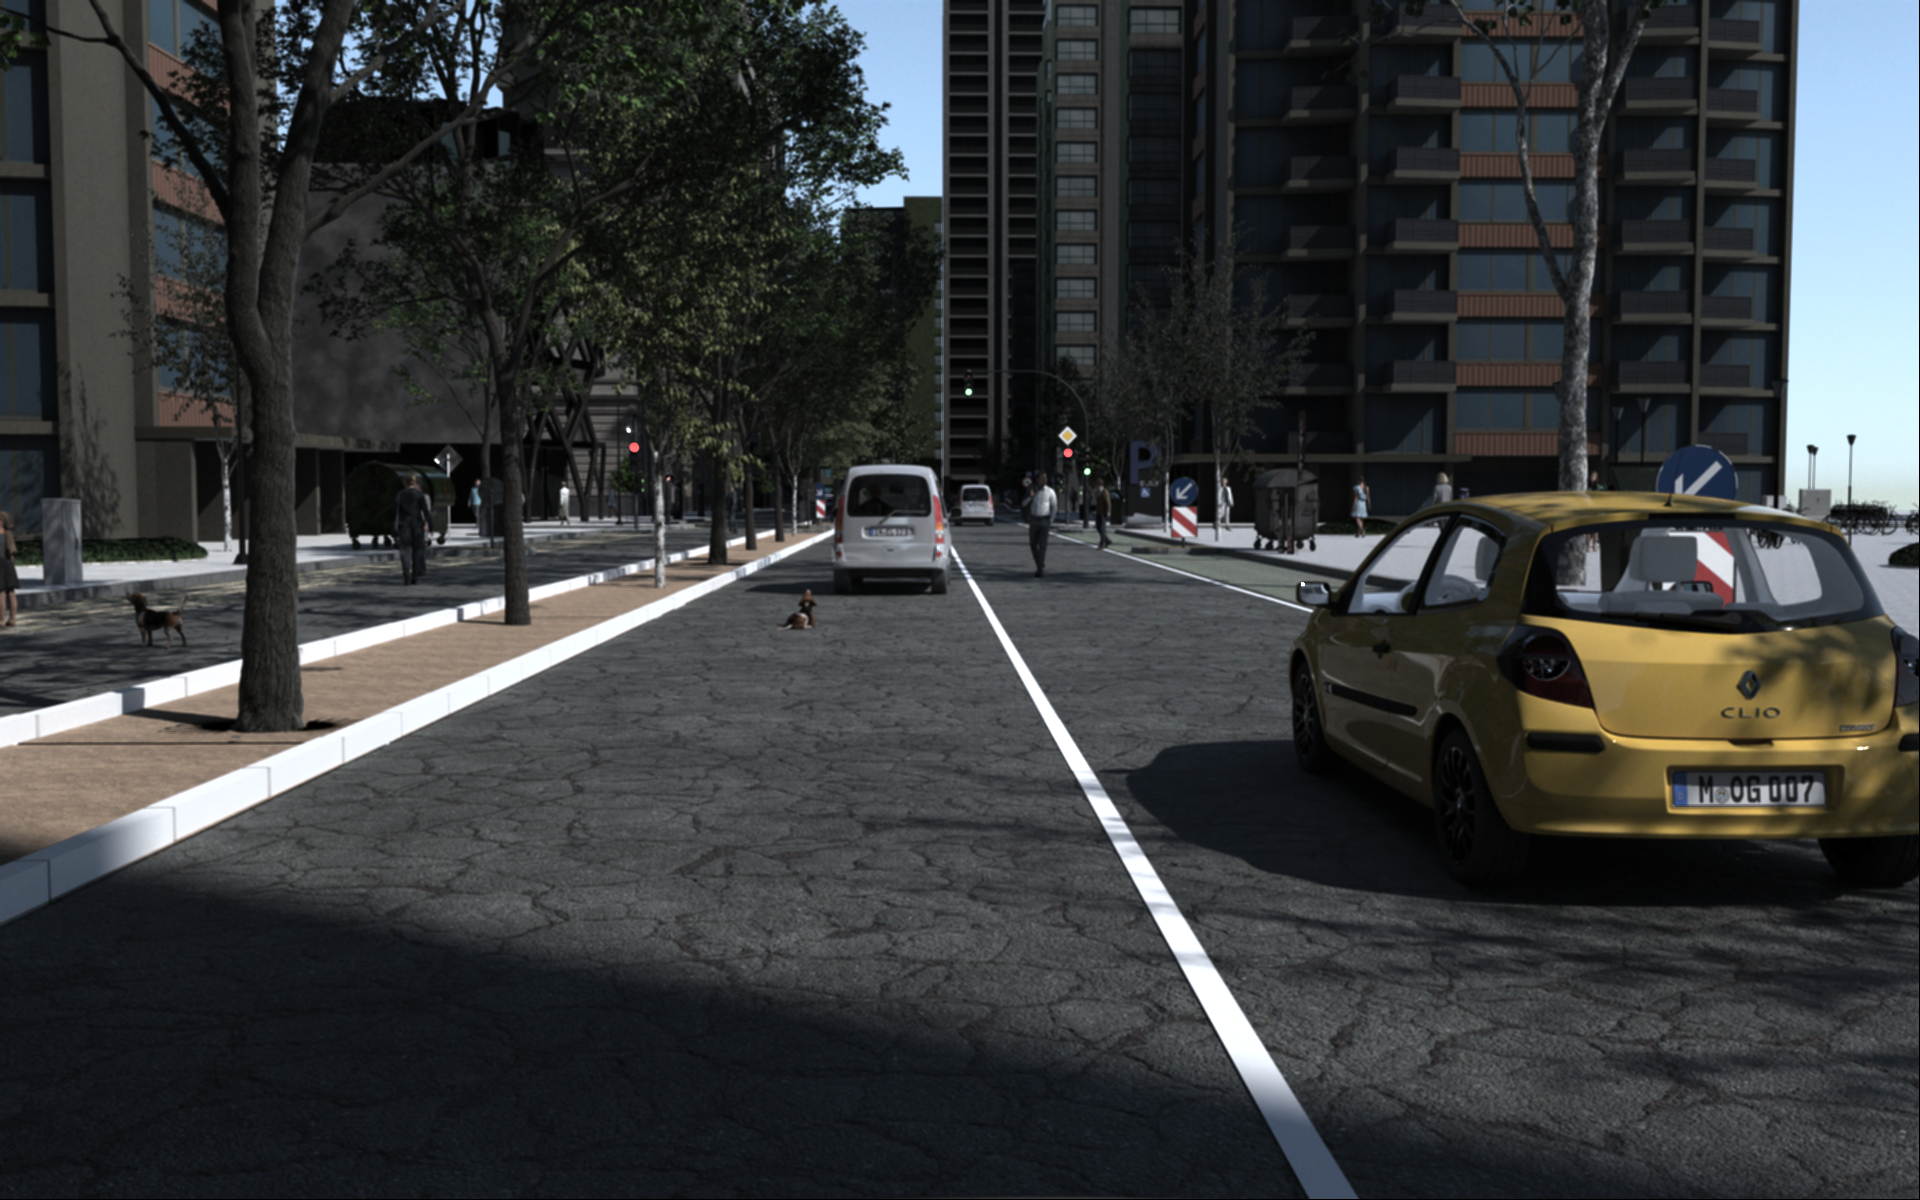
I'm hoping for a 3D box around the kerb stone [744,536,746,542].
[{"bbox_3d":[-6.385,-1.737,50.592,0.120,0.150,1.000,0,4,-1],"label":"kerb stone"}]

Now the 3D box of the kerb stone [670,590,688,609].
[{"bbox_3d":[-3.610,0.015,21.957,0.120,0.150,1.000,0,4,-1],"label":"kerb stone"}]

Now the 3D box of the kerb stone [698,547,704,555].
[{"bbox_3d":[-6.147,-1.101,40.335,0.120,0.150,1.000,0,4,-1],"label":"kerb stone"}]

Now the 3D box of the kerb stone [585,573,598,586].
[{"bbox_3d":[-5.846,-0.295,27.036,0.120,0.150,1.000,0,4,-1],"label":"kerb stone"}]

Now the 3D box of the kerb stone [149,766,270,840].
[{"bbox_3d":[-3.295,0.894,7.618,0.120,0.150,1.000,0,4,-1],"label":"kerb stone"}]

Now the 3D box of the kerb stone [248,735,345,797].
[{"bbox_3d":[-3.313,0.829,8.646,0.120,0.150,1.000,0,4,-1],"label":"kerb stone"}]

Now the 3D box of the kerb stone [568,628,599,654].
[{"bbox_3d":[-3.477,0.390,15.821,0.120,0.150,1.000,0,4,-1],"label":"kerb stone"}]

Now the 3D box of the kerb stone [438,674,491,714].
[{"bbox_3d":[-3.379,0.642,11.718,0.120,0.150,1.000,0,4,-1],"label":"kerb stone"}]

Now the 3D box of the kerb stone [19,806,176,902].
[{"bbox_3d":[-3.265,0.956,6.578,0.120,0.150,1.000,0,4,-1],"label":"kerb stone"}]

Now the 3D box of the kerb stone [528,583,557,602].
[{"bbox_3d":[-5.769,-0.108,23.956,0.120,0.150,1.000,0,4,-1],"label":"kerb stone"}]

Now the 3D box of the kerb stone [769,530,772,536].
[{"bbox_3d":[-6.577,-2.239,58.807,0.120,0.150,1.000,0,4,-1],"label":"kerb stone"}]

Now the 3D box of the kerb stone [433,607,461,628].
[{"bbox_3d":[-5.648,0.206,18.828,0.120,0.150,1.000,0,4,-1],"label":"kerb stone"}]

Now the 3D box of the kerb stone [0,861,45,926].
[{"bbox_3d":[-3.237,1.018,5.556,0.120,0.150,1.000,0,4,-1],"label":"kerb stone"}]

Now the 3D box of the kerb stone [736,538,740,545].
[{"bbox_3d":[-6.337,-1.612,48.545,0.120,0.150,1.000,0,4,-1],"label":"kerb stone"}]

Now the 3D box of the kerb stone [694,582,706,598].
[{"bbox_3d":[-3.671,-0.107,24.000,0.120,0.150,1.000,0,4,-1],"label":"kerb stone"}]

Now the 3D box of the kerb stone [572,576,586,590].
[{"bbox_3d":[-5.813,-0.234,26.015,0.120,0.150,1.000,0,4,-1],"label":"kerb stone"}]

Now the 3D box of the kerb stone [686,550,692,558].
[{"bbox_3d":[-6.104,-0.983,38.289,0.120,0.150,1.000,0,4,-1],"label":"kerb stone"}]

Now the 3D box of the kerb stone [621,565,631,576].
[{"bbox_3d":[-5.914,-0.481,30.111,0.120,0.150,1.000,0,4,-1],"label":"kerb stone"}]

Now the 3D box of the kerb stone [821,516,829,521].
[{"bbox_3d":[-7.424,-4.465,95.197,0.120,0.150,1.000,0,4,-1],"label":"kerb stone"}]

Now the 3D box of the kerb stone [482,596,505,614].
[{"bbox_3d":[-5.696,0.081,20.881,0.120,0.150,1.000,0,4,-1],"label":"kerb stone"}]

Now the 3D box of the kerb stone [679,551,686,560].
[{"bbox_3d":[-6.072,-0.922,37.267,0.120,0.150,1.000,0,4,-1],"label":"kerb stone"}]

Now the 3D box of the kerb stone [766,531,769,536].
[{"bbox_3d":[-6.562,-2.170,57.768,0.120,0.150,1.000,0,4,-1],"label":"kerb stone"}]

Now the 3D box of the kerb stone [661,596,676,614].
[{"bbox_3d":[-3.596,0.085,20.935,0.120,0.150,1.000,0,4,-1],"label":"kerb stone"}]

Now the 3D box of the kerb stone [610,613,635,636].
[{"bbox_3d":[-3.525,0.266,17.870,0.120,0.150,1.000,0,4,-1],"label":"kerb stone"}]

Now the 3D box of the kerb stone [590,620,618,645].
[{"bbox_3d":[-3.496,0.327,16.843,0.120,0.150,1.000,0,4,-1],"label":"kerb stone"}]

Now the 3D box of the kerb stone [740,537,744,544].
[{"bbox_3d":[-6.355,-1.674,49.570,0.120,0.150,1.000,0,4,-1],"label":"kerb stone"}]

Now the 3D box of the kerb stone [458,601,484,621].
[{"bbox_3d":[-5.671,0.145,19.850,0.120,0.150,1.000,0,4,-1],"label":"kerb stone"}]

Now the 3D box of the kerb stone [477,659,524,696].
[{"bbox_3d":[-3.400,0.578,12.742,0.120,0.150,1.000,0,4,-1],"label":"kerb stone"}]

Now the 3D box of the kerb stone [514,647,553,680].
[{"bbox_3d":[-3.426,0.517,13.769,0.120,0.150,1.000,0,4,-1],"label":"kerb stone"}]

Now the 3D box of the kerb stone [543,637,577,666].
[{"bbox_3d":[-3.452,0.452,14.800,0.120,0.150,1.000,0,4,-1],"label":"kerb stone"}]

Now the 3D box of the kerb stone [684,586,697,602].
[{"bbox_3d":[-3.653,-0.045,22.978,0.120,0.150,1.000,0,4,-1],"label":"kerb stone"}]

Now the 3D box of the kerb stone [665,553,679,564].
[{"bbox_3d":[-6.059,-0.857,36.246,0.120,0.150,1.000,0,4,-1],"label":"kerb stone"}]

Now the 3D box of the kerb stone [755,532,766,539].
[{"bbox_3d":[-6.530,-2.105,56.745,0.120,0.150,1.000,0,4,-1],"label":"kerb stone"}]

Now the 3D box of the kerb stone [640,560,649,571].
[{"bbox_3d":[-5.958,-0.609,32.154,0.120,0.150,1.000,0,4,-1],"label":"kerb stone"}]

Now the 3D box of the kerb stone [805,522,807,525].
[{"bbox_3d":[-6.991,-3.334,76.737,0.120,0.150,1.000,0,4,-1],"label":"kerb stone"}]

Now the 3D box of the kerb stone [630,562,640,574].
[{"bbox_3d":[-5.945,-0.546,31.132,0.120,0.150,1.000,0,4,-1],"label":"kerb stone"}]

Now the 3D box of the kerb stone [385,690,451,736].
[{"bbox_3d":[-3.355,0.704,10.692,0.120,0.150,1.000,0,4,-1],"label":"kerb stone"}]

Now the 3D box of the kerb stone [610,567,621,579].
[{"bbox_3d":[-5.889,-0.422,29.088,0.120,0.150,1.000,0,4,-1],"label":"kerb stone"}]

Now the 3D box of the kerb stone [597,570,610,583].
[{"bbox_3d":[-5.864,-0.359,28.067,0.120,0.150,1.000,0,4,-1],"label":"kerb stone"}]

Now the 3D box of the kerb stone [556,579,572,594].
[{"bbox_3d":[-5.791,-0.170,24.978,0.120,0.150,1.000,0,4,-1],"label":"kerb stone"}]

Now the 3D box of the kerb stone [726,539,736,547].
[{"bbox_3d":[-6.317,-1.547,47.523,0.120,0.150,1.000,0,4,-1],"label":"kerb stone"}]

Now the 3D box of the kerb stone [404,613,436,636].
[{"bbox_3d":[-5.618,0.272,17.803,0.120,0.150,1.000,0,4,-1],"label":"kerb stone"}]

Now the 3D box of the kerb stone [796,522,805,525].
[{"bbox_3d":[-6.968,-3.273,75.715,0.120,0.150,1.000,0,4,-1],"label":"kerb stone"}]

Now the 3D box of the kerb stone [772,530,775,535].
[{"bbox_3d":[-6.596,-2.302,59.828,0.120,0.150,1.000,0,4,-1],"label":"kerb stone"}]

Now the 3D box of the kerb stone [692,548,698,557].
[{"bbox_3d":[-6.125,-1.047,39.313,0.120,0.150,1.000,0,4,-1],"label":"kerb stone"}]

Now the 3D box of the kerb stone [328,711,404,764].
[{"bbox_3d":[-3.329,0.769,9.668,0.120,0.150,1.000,0,4,-1],"label":"kerb stone"}]

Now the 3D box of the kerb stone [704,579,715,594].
[{"bbox_3d":[-3.691,-0.170,25.022,0.120,0.150,1.000,0,4,-1],"label":"kerb stone"}]

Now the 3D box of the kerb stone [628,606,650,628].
[{"bbox_3d":[-3.547,0.206,18.892,0.120,0.150,1.000,0,4,-1],"label":"kerb stone"}]

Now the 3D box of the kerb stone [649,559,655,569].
[{"bbox_3d":[-5.982,-0.672,33.177,0.120,0.150,1.000,0,4,-1],"label":"kerb stone"}]

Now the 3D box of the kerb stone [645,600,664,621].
[{"bbox_3d":[-3.564,0.140,19.913,0.120,0.150,1.000,0,4,-1],"label":"kerb stone"}]

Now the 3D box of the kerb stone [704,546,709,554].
[{"bbox_3d":[-6.166,-1.172,41.363,0.120,0.150,1.000,0,4,-1],"label":"kerb stone"}]
